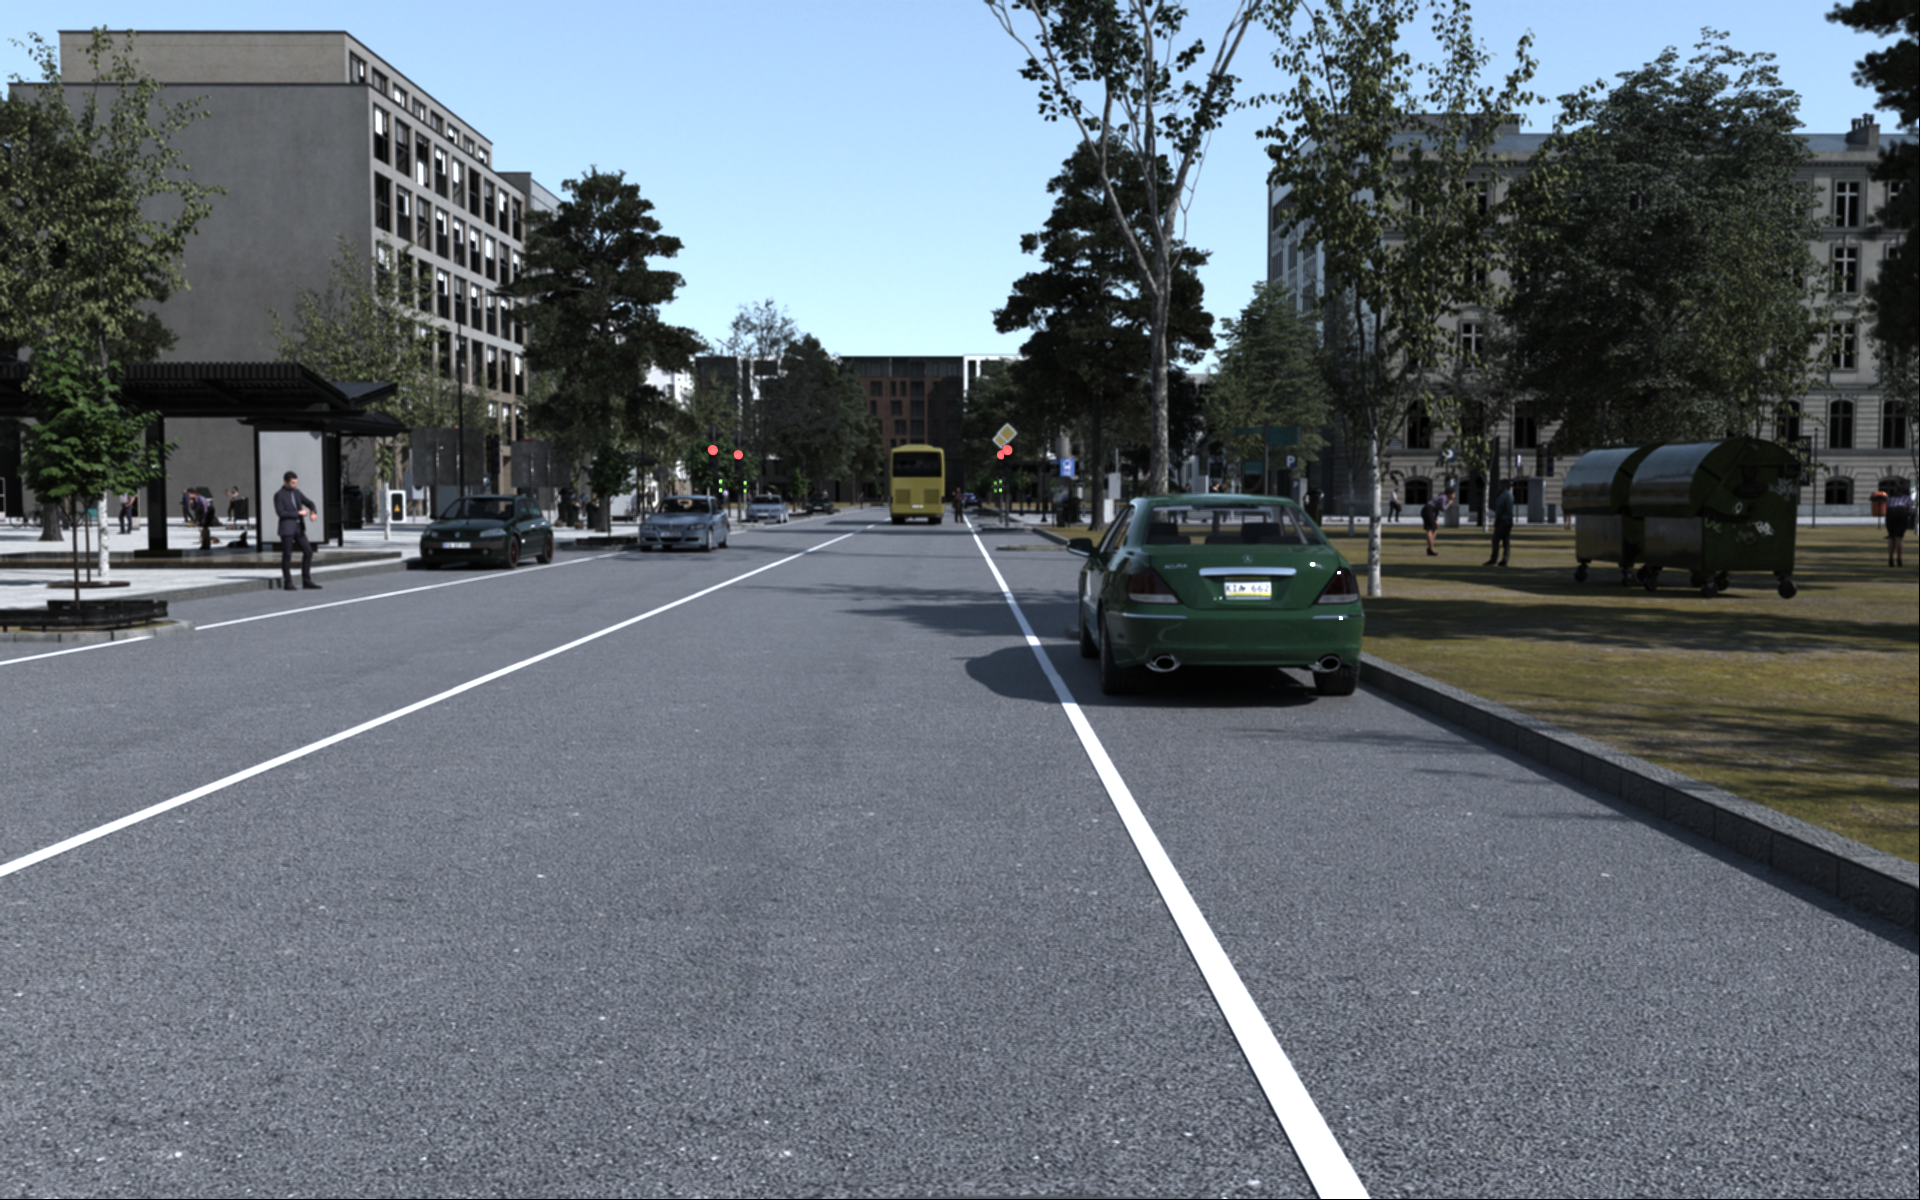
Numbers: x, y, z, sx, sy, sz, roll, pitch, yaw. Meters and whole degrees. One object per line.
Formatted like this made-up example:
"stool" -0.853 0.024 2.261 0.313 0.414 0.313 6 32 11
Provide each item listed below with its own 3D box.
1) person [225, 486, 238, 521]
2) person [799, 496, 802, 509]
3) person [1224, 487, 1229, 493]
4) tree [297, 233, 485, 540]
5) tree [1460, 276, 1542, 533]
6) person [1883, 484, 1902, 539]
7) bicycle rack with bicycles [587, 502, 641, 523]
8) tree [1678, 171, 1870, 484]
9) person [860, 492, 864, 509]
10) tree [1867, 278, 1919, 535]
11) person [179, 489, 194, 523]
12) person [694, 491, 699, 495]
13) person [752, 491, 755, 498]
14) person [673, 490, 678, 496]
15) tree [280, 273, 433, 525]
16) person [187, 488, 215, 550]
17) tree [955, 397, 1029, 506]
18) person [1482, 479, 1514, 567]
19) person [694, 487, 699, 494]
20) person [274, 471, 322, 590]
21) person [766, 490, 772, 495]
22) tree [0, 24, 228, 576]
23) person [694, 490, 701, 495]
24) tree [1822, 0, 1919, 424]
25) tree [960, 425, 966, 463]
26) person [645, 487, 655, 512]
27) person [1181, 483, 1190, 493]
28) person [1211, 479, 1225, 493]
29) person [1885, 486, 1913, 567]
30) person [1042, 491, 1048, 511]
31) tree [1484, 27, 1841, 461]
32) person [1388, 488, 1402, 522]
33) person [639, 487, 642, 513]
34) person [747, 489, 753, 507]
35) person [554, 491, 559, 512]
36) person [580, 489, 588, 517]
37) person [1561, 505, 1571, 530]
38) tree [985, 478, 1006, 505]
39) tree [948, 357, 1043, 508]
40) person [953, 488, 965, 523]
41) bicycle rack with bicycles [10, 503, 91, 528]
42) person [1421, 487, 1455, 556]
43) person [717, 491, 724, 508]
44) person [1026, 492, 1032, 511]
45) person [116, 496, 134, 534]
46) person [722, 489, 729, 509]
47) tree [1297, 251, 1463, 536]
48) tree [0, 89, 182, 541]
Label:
"person" -34.627 -4.579 82.372 0.566 1.644 0.517 -2 4 -26
"person" -13.483 -8.565 148.283 0.471 1.553 0.569 1 4 15
"person" 12.115 -4.341 78.890 0.647 1.594 0.662 -1 4 -19
"tree" -16.185 -5.972 48.001 4.737 8.622 4.395 0 3 0
"tree" 17.451 -6.560 57.611 4.360 8.622 3.978 0 3 0
"person" 26.432 -2.484 48.867 0.499 1.552 0.429 -1 4 -12
"bicycle rack with bicycles" -15.387 -3.904 77.206 2.852 0.926 2.925 0 4 -2
"tree" 18.243 -5.458 39.604 4.737 8.622 4.395 0 3 0
"person" -9.110 -9.286 161.797 0.415 1.643 0.593 -2 4 -29
"tree" 30.102 -6.337 53.968 4.360 8.622 3.978 0 3 0
"person" -34.864 -4.233 77.938 0.600 1.496 0.574 1 4 14
"person" -14.620 -5.304 95.946 0.799 1.438 0.628 3 5 40
"person" -15.408 -7.448 130.088 0.482 1.546 0.388 1 4 15
"person" -23.387 -8.273 143.180 0.662 1.594 0.647 -1 4 -22
"tree" -20.860 -6.629 58.745 4.360 8.622 3.978 0 3 0
"person" -17.376 -1.858 39.651 0.421 1.427 0.697 1 4 22
"tree" 4.447 -17.033 188.859 12.009 13.543 11.850 0 3 0
"person" 9.560 -1.365 30.581 0.499 1.552 0.429 -1 4 -20
"person" -19.136 -7.265 125.266 0.568 1.767 0.683 -1 4 -19
"person" -9.850 -1.034 25.858 0.568 1.767 0.683 1 4 22
"person" -13.503 -6.972 122.240 0.590 1.554 0.614 1 4 14
"tree" -13.618 -4.674 26.788 4.737 8.622 4.395 0 3 0
"person" -19.280 -7.318 127.151 0.517 1.644 0.566 -2 4 -32
"tree" 15.592 -6.212 23.615 6.751 12.117 7.091 0 3 0
"tree" 3.705 -18.631 212.039 7.806 13.903 7.818 0 3 0
"person" -21.827 -7.027 121.479 0.990 1.755 0.434 -3 4 -36
"person" 10.027 -4.273 76.349 0.568 1.767 0.683 -1 4 -18
"person" 7.786 -2.757 51.930 0.445 1.727 0.742 -2 4 -35
"person" 16.471 -1.293 30.420 0.421 1.427 0.697 3 4 38
"person" 6.224 -7.231 126.745 0.523 1.526 0.387 1 4 19
"tree" 19.394 -8.709 49.054 9.857 13.997 8.962 0 3 0
"person" 19.827 -4.325 78.971 0.590 1.554 0.614 1 4 23
"person" -21.651 -6.763 117.301 0.600 1.739 0.565 -3 5 -40
"person" -13.582 -6.345 111.741 0.435 1.587 0.963 0 4 6
"person" -28.578 -6.977 122.655 0.613 1.512 0.480 3 4 36
"person" -20.925 -5.391 96.399 0.429 1.552 0.499 -2 4 -30
"person" 21.882 -3.240 62.255 0.421 1.427 0.697 0 4 4
"tree" 4.026 -13.339 201.799 4.285 4.588 4.351 0 3 0
"tree" 3.727 -15.666 162.799 9.857 13.997 8.962 0 3 0
"person" -0.015 -4.725 86.446 0.600 1.739 0.565 2 4 25
"bicycle rack with bicycles" -34.580 -3.215 65.953 2.925 0.926 2.852 -3 5 -44
"person" 9.923 -1.633 35.978 0.697 1.427 0.421 1 4 9
"person" -19.479 -8.105 140.771 0.569 1.553 0.471 -1 4 -9
"person" 5.207 -7.425 130.676 0.421 1.427 0.697 0 4 5
"person" -26.670 -2.956 55.315 0.436 1.711 0.756 -3 5 -42
"person" -20.293 -8.763 149.183 0.709 1.838 0.599 -3 5 -42
"tree" 11.990 -6.227 52.181 4.360 8.622 3.978 0 3 0
"tree" -24.782 -7.632 46.841 6.751 12.117 7.091 0 3 0
